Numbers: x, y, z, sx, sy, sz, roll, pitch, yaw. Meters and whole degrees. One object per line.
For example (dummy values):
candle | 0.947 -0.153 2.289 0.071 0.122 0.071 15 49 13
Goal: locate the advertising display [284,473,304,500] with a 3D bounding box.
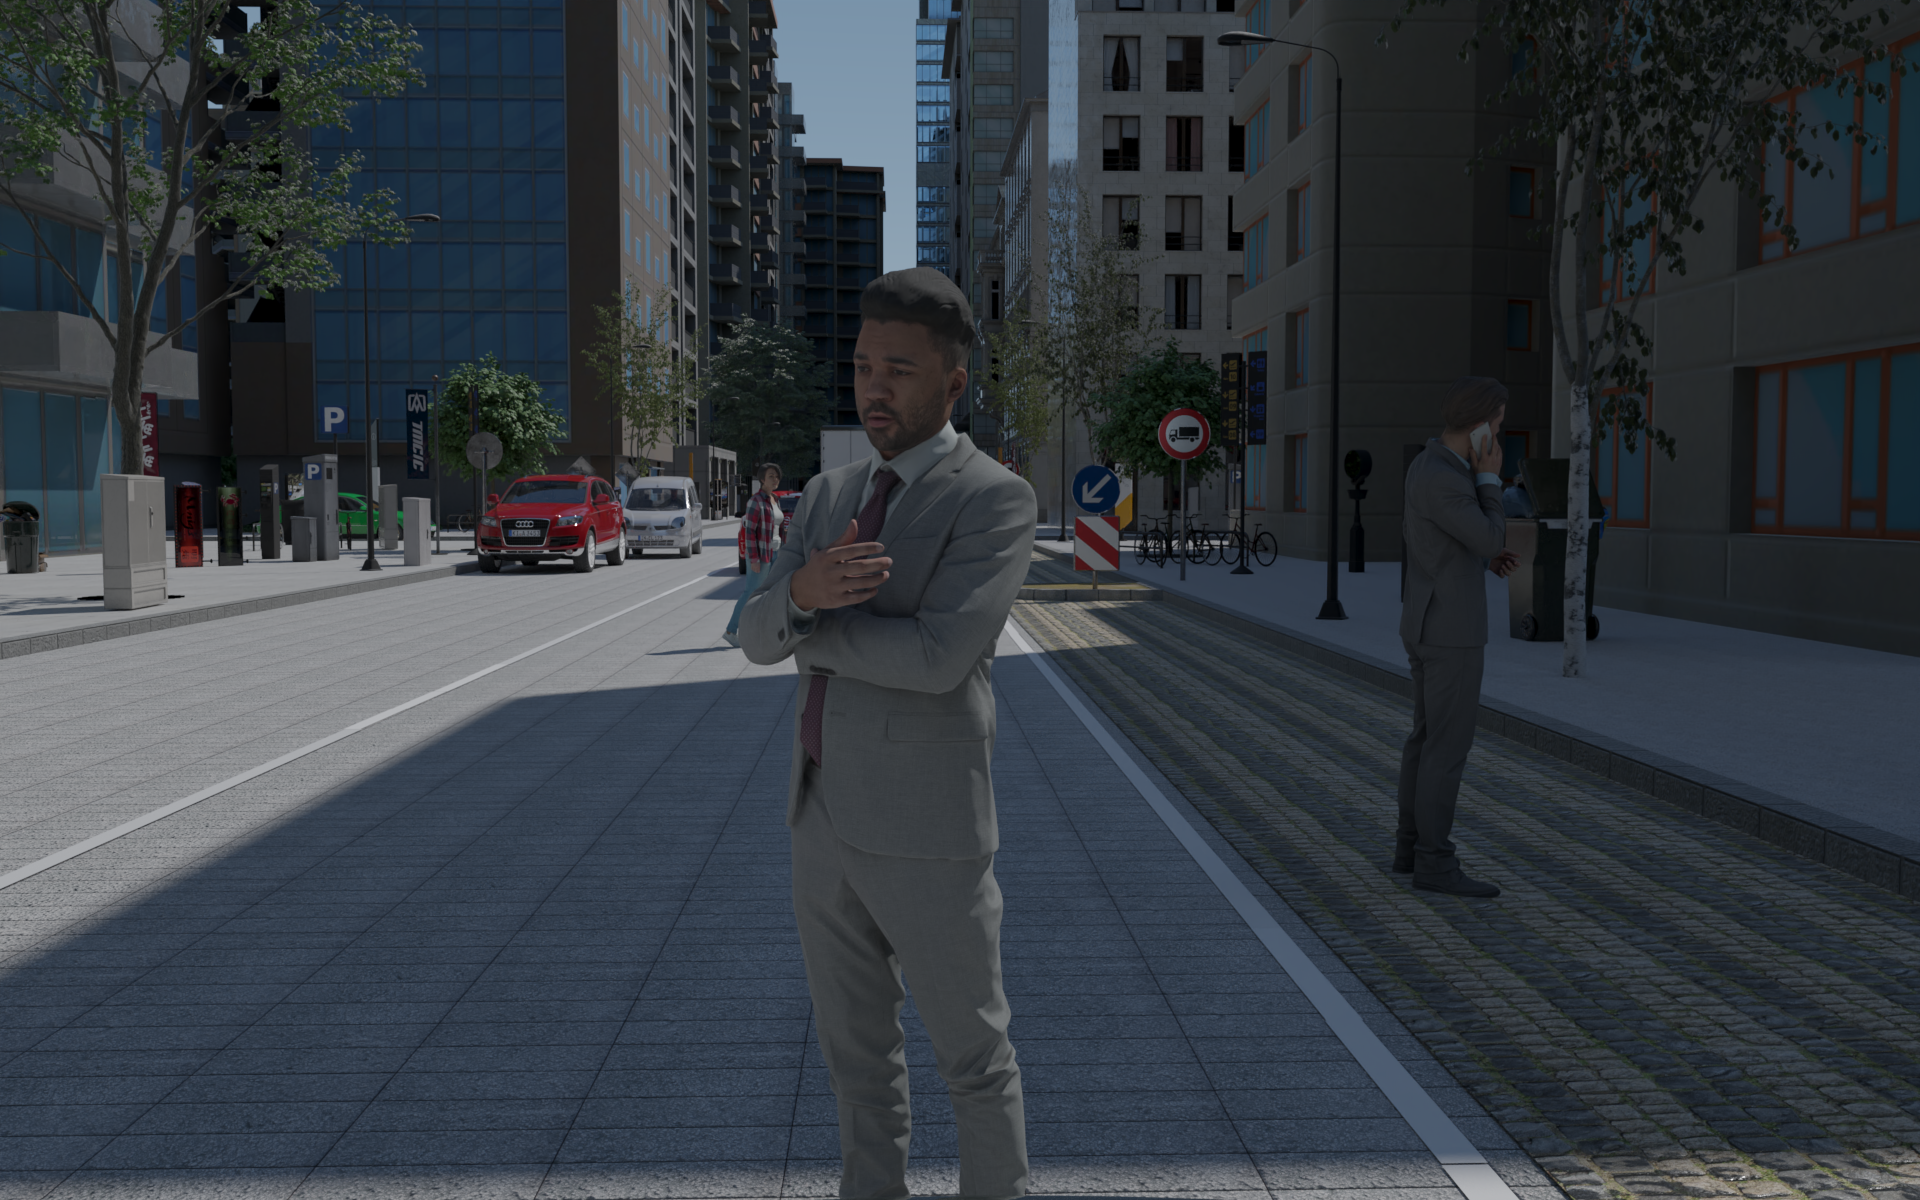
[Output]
advertising display | -20.266 -2.922 52.985 0.123 1.923 0.974 1 4 19

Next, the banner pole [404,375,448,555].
banner pole | -11.216 -2.835 36.362 0.863 3.779 0.401 -3 4 -36

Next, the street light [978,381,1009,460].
street light | 1.449 -6.024 71.038 1.470 5.913 1.316 0 4 -2

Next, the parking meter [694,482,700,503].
parking meter | -12.716 -4.780 83.866 0.255 1.863 0.399 0 4 -3

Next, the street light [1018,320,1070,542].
street light | 2.243 -4.520 46.440 1.470 5.913 1.316 0 4 -2

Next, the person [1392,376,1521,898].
person | 1.820 0.123 6.299 0.447 1.846 0.655 0 4 1

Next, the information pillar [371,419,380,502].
information pillar | -18.252 -3.828 53.943 0.504 3.616 0.183 2 4 32

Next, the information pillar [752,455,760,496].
information pillar | -12.356 -6.958 105.118 0.504 3.616 0.183 1 4 11

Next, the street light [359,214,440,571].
street light | -9.328 -3.445 28.865 1.470 5.913 1.316 0 4 -2

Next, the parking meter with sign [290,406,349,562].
parking meter with sign | -12.349 -2.270 33.371 0.543 3.016 1.738 0 4 2

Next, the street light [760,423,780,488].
street light | -12.404 -8.570 112.666 1.470 5.913 1.316 0 4 -2

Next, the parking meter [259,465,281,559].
parking meter | -13.607 -1.739 34.148 0.255 1.863 0.399 0 4 -1

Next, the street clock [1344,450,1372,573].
street clock | 6.495 -1.452 28.305 0.358 2.002 0.471 -1 4 -23

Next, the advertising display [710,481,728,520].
advertising display | -12.071 -4.988 86.760 0.974 1.923 0.123 1 4 16

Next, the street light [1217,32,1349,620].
street light | 3.282 -2.756 17.603 1.470 5.913 1.316 0 4 -2

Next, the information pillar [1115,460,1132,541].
information pillar | 4.438 -3.408 47.079 0.504 3.616 0.183 2 4 31

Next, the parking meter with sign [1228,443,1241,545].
parking meter with sign | 7.023 -2.887 43.463 0.543 3.016 1.738 1 4 18

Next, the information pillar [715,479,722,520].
information pillar | -11.957 -4.945 85.342 0.304 2.012 0.304 2 4 32

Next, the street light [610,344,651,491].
street light | -10.279 -4.973 53.851 1.470 5.913 1.316 0 4 -2

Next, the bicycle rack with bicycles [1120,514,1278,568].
bicycle rack with bicycles | 3.971 -1.091 31.214 2.852 0.926 2.925 -2 4 -23

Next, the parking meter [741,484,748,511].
parking meter | -12.078 -5.581 96.959 0.255 1.863 0.399 -3 4 -38

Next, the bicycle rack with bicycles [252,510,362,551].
bicycle rack with bicycles | -15.138 -1.630 40.032 2.852 0.926 2.925 -1 4 -16

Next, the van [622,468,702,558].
van | -6.904 -2.011 39.894 2.013 2.044 4.112 0 4 -4

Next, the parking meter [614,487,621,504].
parking meter | -12.002 -3.181 60.425 0.372 1.533 0.369 0 3 0

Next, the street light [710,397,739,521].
street light | -11.290 -6.767 83.183 1.470 5.913 1.316 0 4 -2

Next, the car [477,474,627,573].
car | -7.749 -1.503 33.240 2.281 1.827 5.304 0 4 -1

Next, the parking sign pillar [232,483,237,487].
parking sign pillar | -49.858 -8.006 119.378 1.447 3.967 1.447 0 4 8

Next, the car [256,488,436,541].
car | -17.057 -2.415 48.285 4.718 1.807 1.959 0 4 -2

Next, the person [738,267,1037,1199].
person | -0.135 0.356 2.866 0.511 1.800 0.466 2 4 26

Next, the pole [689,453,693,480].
pole | -13.265 -5.605 85.482 0.158 3.312 0.155 0 3 0

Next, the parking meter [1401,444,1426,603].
parking meter | 5.423 -0.902 20.455 0.399 1.863 0.255 -3 5 -44

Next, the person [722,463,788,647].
person | -1.875 -0.425 16.284 0.643 1.720 0.563 1 4 21

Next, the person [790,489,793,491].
person | -11.753 -6.876 121.113 0.537 1.800 0.526 1 4 11

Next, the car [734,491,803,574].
car | -3.175 -1.434 32.484 2.155 1.783 4.494 0 4 -4

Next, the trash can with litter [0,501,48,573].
trash can with litter | -15.266 -1.028 28.195 0.624 1.170 1.055 -1 4 -14

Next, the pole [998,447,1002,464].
pole | 1.767 -5.013 75.811 0.158 3.312 0.155 0 3 0

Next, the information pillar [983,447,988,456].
information pillar | 1.206 -5.810 86.350 0.504 3.616 0.183 3 5 42

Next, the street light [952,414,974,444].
street light | 0.258 -7.838 100.693 1.470 5.913 1.316 0 4 -2

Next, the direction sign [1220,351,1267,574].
direction sign | 4.529 -2.185 27.723 0.379 3.537 0.876 -3 5 -44

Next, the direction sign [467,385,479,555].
direction sign | -10.182 -2.712 36.334 0.379 3.537 0.876 -2 4 -27

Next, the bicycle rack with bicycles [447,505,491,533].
bicycle rack with bicycles | -15.872 -2.728 57.981 2.925 0.926 2.852 2 4 29

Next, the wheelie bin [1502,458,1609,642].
wheelie bin | 5.183 -0.450 15.273 0.980 1.594 0.693 -1 4 -9

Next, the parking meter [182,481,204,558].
parking meter | -15.390 -1.610 34.734 0.372 1.533 0.369 0 3 0
